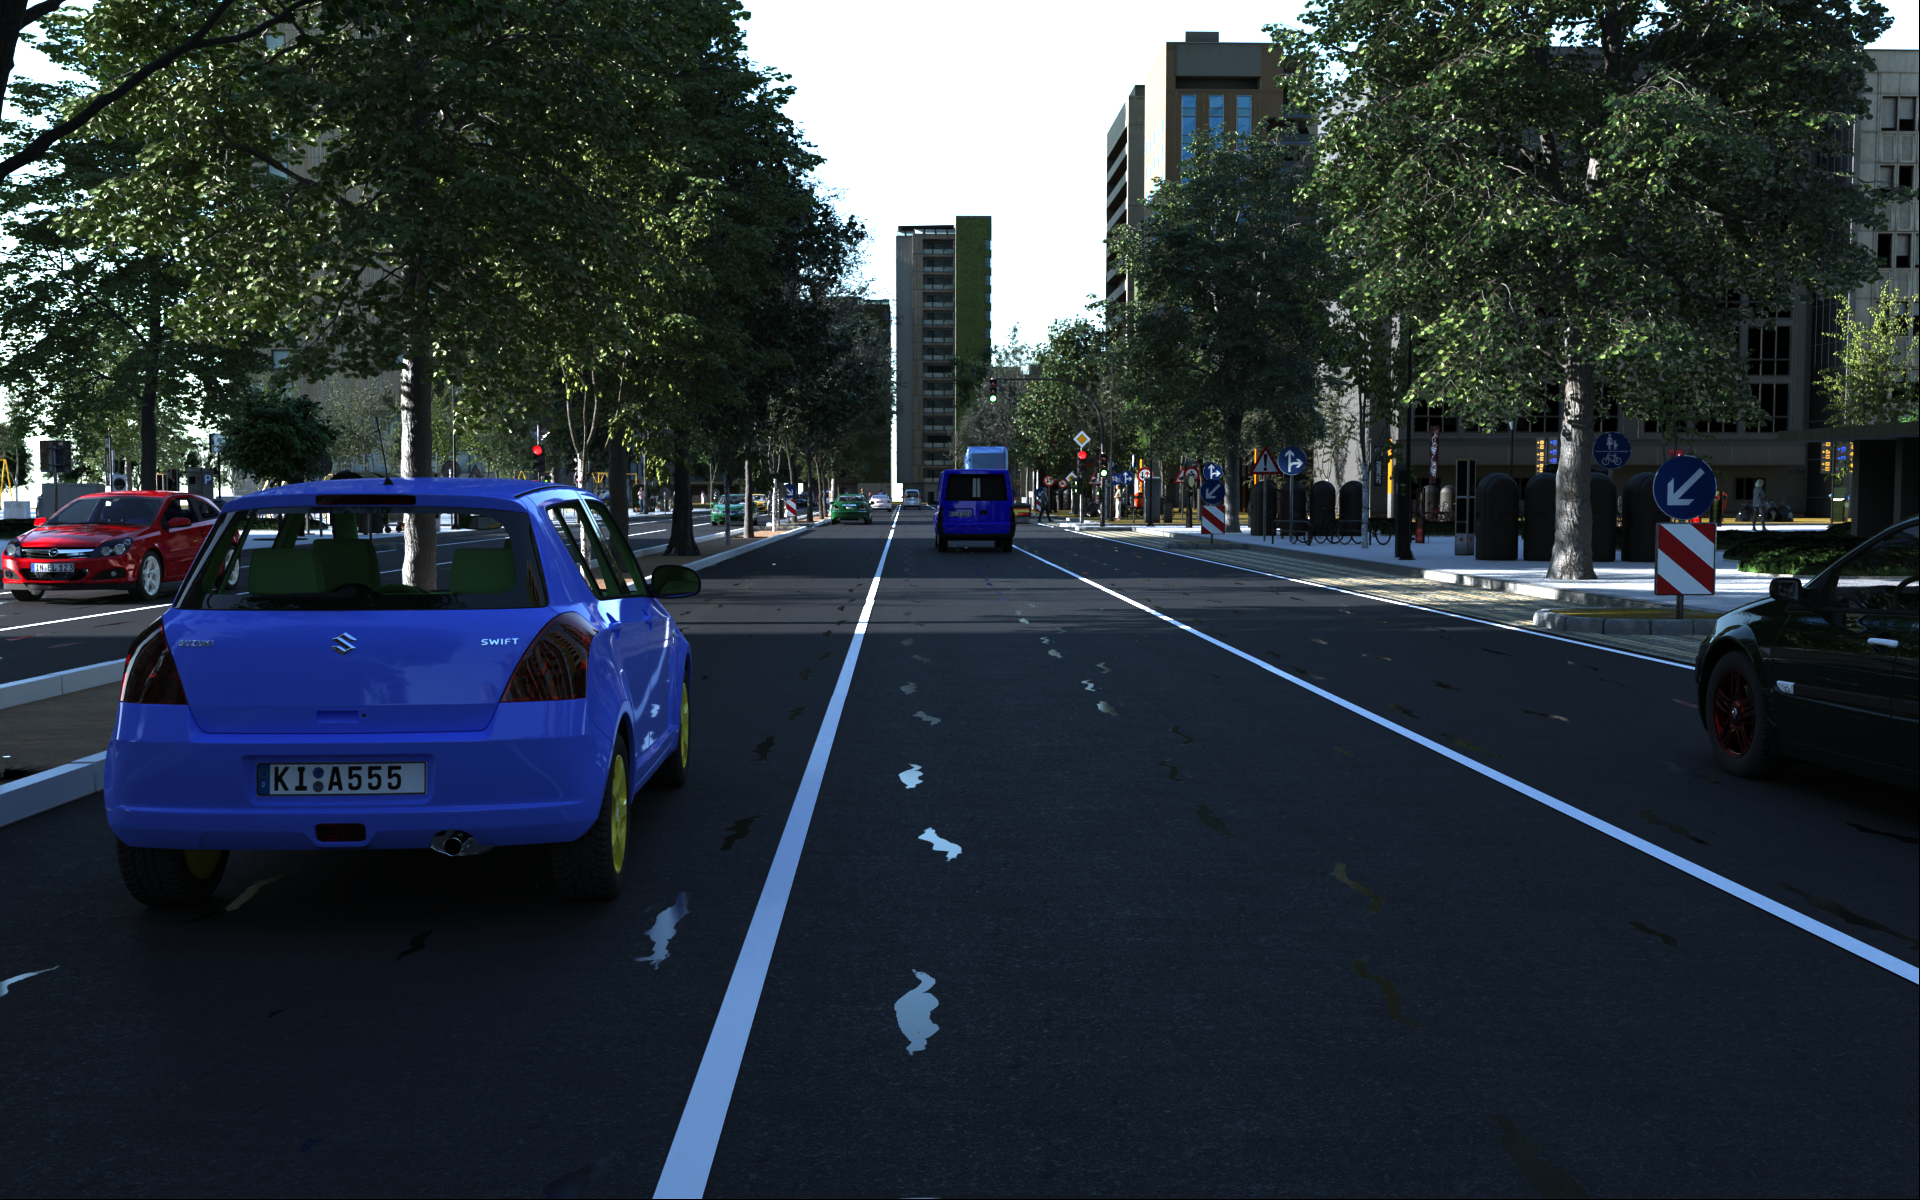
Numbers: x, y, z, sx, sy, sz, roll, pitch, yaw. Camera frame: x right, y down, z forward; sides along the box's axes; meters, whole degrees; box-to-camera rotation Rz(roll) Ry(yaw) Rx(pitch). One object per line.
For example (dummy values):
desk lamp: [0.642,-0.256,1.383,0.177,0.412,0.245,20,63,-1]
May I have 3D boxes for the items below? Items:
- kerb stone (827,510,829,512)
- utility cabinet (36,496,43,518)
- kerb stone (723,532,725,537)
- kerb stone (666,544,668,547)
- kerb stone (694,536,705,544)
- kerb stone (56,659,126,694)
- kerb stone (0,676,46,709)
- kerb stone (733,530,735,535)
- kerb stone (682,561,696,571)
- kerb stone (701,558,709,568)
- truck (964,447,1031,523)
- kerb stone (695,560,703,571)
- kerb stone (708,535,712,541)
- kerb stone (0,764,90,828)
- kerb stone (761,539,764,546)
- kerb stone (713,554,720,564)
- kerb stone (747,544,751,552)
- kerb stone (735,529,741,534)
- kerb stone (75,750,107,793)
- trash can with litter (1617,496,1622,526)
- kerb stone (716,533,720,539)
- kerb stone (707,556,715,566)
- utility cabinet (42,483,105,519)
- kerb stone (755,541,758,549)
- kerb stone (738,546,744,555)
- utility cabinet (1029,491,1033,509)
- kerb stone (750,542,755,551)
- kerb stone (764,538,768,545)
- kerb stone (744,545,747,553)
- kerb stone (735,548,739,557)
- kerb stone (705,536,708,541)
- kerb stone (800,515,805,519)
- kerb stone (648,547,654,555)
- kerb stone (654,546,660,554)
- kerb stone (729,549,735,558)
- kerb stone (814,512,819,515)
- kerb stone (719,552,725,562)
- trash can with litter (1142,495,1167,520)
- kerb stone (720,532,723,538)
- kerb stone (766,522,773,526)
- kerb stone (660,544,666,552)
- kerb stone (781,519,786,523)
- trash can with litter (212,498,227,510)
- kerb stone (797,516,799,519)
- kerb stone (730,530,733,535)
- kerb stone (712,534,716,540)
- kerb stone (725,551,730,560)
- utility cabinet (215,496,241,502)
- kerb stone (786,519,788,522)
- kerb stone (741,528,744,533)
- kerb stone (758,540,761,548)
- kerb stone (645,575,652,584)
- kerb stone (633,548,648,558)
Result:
kerb stone: [-10.633,-7.352,142.469,0.120,0.150,1.000,0,4,-2]
utility cabinet: [-34.107,-3.299,65.099,1.020,1.237,0.306,-3,5,-41]
kerb stone: [-7.864,-2.119,56.847,0.120,0.150,1.000,0,4,-2]
kerb stone: [-7.434,-1.305,43.529,0.120,0.150,1.000,0,4,-2]
kerb stone: [-7.664,-1.743,50.694,0.120,0.150,1.000,0,4,-2]
kerb stone: [-6.451,0.575,12.798,0.120,0.150,1.000,0,4,-2]
kerb stone: [-6.414,0.639,11.777,0.120,0.150,1.000,0,4,-2]
kerb stone: [-7.970,-2.308,59.925,0.120,0.150,1.000,0,4,-2]
kerb stone: [-4.945,-0.560,31.359,0.120,0.150,1.000,0,4,-2]
kerb stone: [-5.008,-0.686,33.413,0.120,0.150,1.000,0,4,-2]
truck: [1.796,-6.274,92.345,2.967,4.110,18.799,0,4,-2]
kerb stone: [-4.971,-0.623,32.384,0.120,0.150,1.000,0,4,-2]
kerb stone: [-7.736,-1.869,52.746,0.120,0.150,1.000,0,4,-2]
kerb stone: [-4.183,0.887,7.773,0.120,0.150,1.000,0,4,-2]
kerb stone: [-5.444,-1.497,46.714,0.120,0.150,1.000,0,4,-2]
kerb stone: [-5.076,-0.811,35.456,0.120,0.150,1.000,0,4,-2]
kerb stone: [-5.309,-1.249,42.617,0.120,0.150,1.000,0,4,-2]
kerb stone: [-8.038,-2.433,61.969,0.120,0.150,1.000,0,4,-2]
kerb stone: [-4.214,0.819,8.803,0.120,0.150,1.000,0,4,-2]
trash can with litter: [25.539,-3.463,67.673,2.233,1.210,1.678,-1,4,-19]
kerb stone: [-7.797,-1.992,54.797,0.120,0.150,1.000,0,4,-2]
kerb stone: [-5.042,-0.745,34.434,0.120,0.150,1.000,0,4,-2]
utility cabinet: [-18.077,-1.633,35.378,1.173,1.500,0.318,0,4,4]
kerb stone: [-5.372,-1.373,44.660,0.120,0.150,1.000,0,4,-2]
kerb stone: [-5.238,-1.121,40.571,0.120,0.150,1.000,0,4,-2]
utility cabinet: [6.227,-8.326,144.812,1.173,1.500,0.318,1,4,22]
kerb stone: [-5.338,-1.311,43.638,0.120,0.150,1.000,0,4,-2]
kerb stone: [-5.475,-1.562,47.737,0.120,0.150,1.000,0,4,-2]
kerb stone: [-5.272,-1.183,41.594,0.120,0.150,1.000,0,4,-2]
kerb stone: [-5.206,-1.058,39.550,0.120,0.150,1.000,0,4,-2]
kerb stone: [-7.706,-1.801,51.715,0.120,0.150,1.000,0,4,-2]
kerb stone: [-9.310,-4.849,101.472,0.120,0.150,1.000,0,4,-2]
kerb stone: [-7.336,-1.117,40.455,0.120,0.150,1.000,0,4,-2]
kerb stone: [-7.366,-1.177,41.477,0.120,0.150,1.000,0,4,-2]
kerb stone: [-5.177,-0.999,38.526,0.120,0.150,1.000,0,4,-2]
kerb stone: [-9.914,-5.976,119.902,0.120,0.150,1.000,0,4,-2]
kerb stone: [-5.114,-0.874,36.478,0.120,0.150,1.000,0,4,-2]
trash can with litter: [9.673,-4.547,85.405,2.233,1.210,1.678,-3,5,-43]
kerb stone: [-7.836,-2.052,55.819,0.120,0.150,1.000,0,4,-2]
kerb stone: [-8.542,-3.407,77.912,0.120,0.150,1.000,0,4,-2]
kerb stone: [-7.401,-1.242,42.504,0.120,0.150,1.000,0,4,-2]
kerb stone: [-8.789,-3.846,85.083,0.120,0.150,1.000,0,4,-2]
trash can with litter: [-18.579,-1.967,43.554,0.624,1.170,1.055,-2,4,-34]
kerb stone: [-9.104,-4.473,95.332,0.120,0.150,1.000,0,4,-2]
kerb stone: [-7.931,-2.245,58.900,0.120,0.150,1.000,0,4,-2]
kerb stone: [-7.763,-1.931,53.768,0.120,0.150,1.000,0,4,-2]
kerb stone: [-5.149,-0.936,37.499,0.120,0.150,1.000,0,4,-2]
utility cabinet: [-27.161,-3.260,64.461,1.020,1.237,0.306,-2,4,-30]
kerb stone: [-8.840,-3.972,87.141,0.120,0.150,1.000,0,4,-2]
kerb stone: [-8.063,-2.493,62.991,0.120,0.150,1.000,0,4,-2]
kerb stone: [-5.408,-1.435,45.687,0.120,0.150,1.000,0,4,-2]
kerb stone: [-4.811,-0.310,27.264,0.120,0.150,1.000,0,4,-2]
kerb stone: [-7.307,-1.054,39.429,0.120,0.150,1.000,0,4,-2]
